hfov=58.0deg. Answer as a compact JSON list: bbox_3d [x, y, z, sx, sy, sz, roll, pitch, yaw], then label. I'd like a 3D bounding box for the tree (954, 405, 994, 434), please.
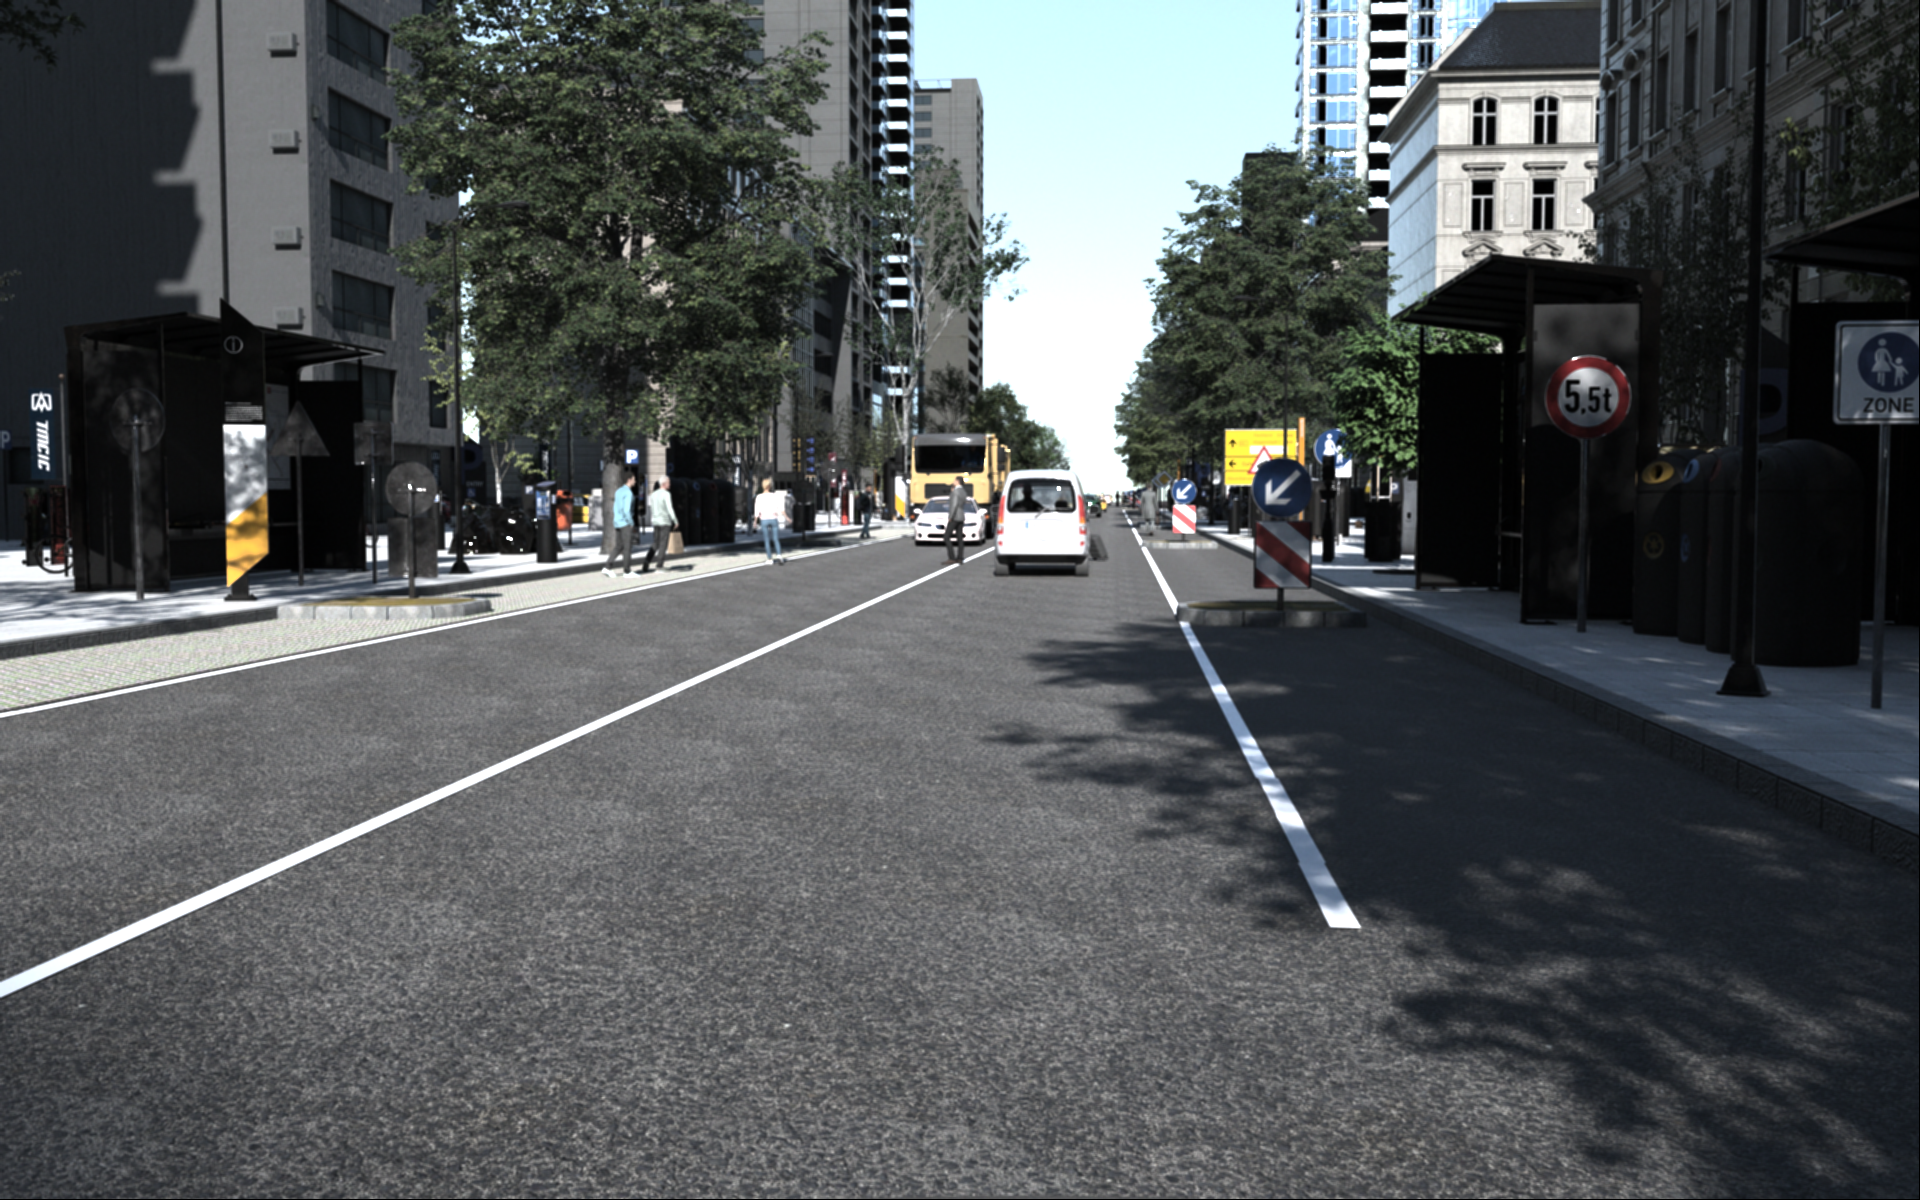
[{"bbox_3d":[0.994,-11.449,137.548,4.737,8.622,4.395,0,3,0],"label":"tree"}]

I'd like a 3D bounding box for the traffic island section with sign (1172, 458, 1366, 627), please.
[{"bbox_3d":[3.477,-0.676,19.679,1.989,1.847,2.006,0,4,5],"label":"traffic island section with sign"}]

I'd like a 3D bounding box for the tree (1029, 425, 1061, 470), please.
[{"bbox_3d":[10.908,-19.932,251.636,9.928,11.665,9.643,0,3,0],"label":"tree"}]

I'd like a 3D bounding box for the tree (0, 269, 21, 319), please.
[{"bbox_3d":[-22.098,-5.221,35.729,4.360,8.622,3.978,0,3,0],"label":"tree"}]

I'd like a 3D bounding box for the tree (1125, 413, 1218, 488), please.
[{"bbox_3d":[19.791,-14.060,164.288,8.767,10.594,7.601,3,5,39],"label":"tree"}]

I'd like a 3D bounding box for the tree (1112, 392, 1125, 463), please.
[{"bbox_3d":[21.022,-17.088,186.043,9.857,13.997,8.962,0,3,0],"label":"tree"}]

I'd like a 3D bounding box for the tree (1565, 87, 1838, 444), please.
[{"bbox_3d":[13.410,-4.942,31.162,4.360,8.622,3.978,0,3,0],"label":"tree"}]

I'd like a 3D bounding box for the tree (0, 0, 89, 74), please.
[{"bbox_3d":[-10.400,-4.756,12.181,8.767,10.594,7.601,1,4,8],"label":"tree"}]

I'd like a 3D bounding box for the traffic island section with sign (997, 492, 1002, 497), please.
[{"bbox_3d":[3.048,-7.393,129.495,1.989,1.847,2.006,0,4,5],"label":"traffic island section with sign"}]

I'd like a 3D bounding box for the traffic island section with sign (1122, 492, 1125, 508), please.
[{"bbox_3d":[13.157,-7.289,127.797,1.989,1.847,2.006,0,4,5],"label":"traffic island section with sign"}]

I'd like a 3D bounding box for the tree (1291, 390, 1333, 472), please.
[{"bbox_3d":[22.739,-9.989,113.679,4.360,8.622,3.978,0,3,0],"label":"tree"}]

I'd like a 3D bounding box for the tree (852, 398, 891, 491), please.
[{"bbox_3d":[-7.558,-10.700,125.303,4.360,8.622,3.978,0,3,0],"label":"tree"}]

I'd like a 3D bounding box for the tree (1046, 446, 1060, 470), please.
[{"bbox_3d":[5.807,-15.785,192.495,7.601,10.594,8.767,-1,4,-16],"label":"tree"}]

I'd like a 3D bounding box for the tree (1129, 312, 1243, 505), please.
[{"bbox_3d":[14.233,-11.538,106.769,7.486,12.596,7.792,0,3,0],"label":"tree"}]

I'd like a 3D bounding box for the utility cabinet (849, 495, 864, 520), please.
[{"bbox_3d":[-4.976,-4.541,85.402,1.020,1.237,0.306,0,4,5],"label":"utility cabinet"}]

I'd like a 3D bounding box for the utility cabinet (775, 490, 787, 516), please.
[{"bbox_3d":[-10.291,-5.703,101.921,1.173,1.500,0.318,0,4,-7],"label":"utility cabinet"}]

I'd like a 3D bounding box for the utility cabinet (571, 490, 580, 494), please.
[{"bbox_3d":[-19.405,-4.794,87.058,0.318,1.500,1.173,-2,4,-30],"label":"utility cabinet"}]

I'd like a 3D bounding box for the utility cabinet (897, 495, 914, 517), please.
[{"bbox_3d":[-3.009,-5.230,96.677,1.020,1.237,0.306,-1,4,-10],"label":"utility cabinet"}]

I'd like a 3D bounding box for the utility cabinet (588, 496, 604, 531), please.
[{"bbox_3d":[-12.486,-3.007,60.332,0.306,1.237,1.020,2,4,35],"label":"utility cabinet"}]

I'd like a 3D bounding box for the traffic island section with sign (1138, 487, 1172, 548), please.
[{"bbox_3d":[5.878,-2.318,46.527,1.989,1.847,2.006,0,4,5],"label":"traffic island section with sign"}]

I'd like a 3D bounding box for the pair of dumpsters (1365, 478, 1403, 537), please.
[{"bbox_3d":[10.402,-2.282,39.811,1.574,2.255,4.437,0,4,5],"label":"pair of dumpsters"}]

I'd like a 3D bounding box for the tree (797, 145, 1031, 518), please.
[{"bbox_3d":[-1.651,-14.454,92.216,12.611,20.169,13.585,0,3,0],"label":"tree"}]

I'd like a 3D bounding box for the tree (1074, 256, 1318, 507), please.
[{"bbox_3d":[13.136,-10.710,85.472,12.009,13.543,11.850,0,3,0],"label":"tree"}]

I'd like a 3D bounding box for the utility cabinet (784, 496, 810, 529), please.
[{"bbox_3d":[-6.003,-3.234,64.041,1.020,1.237,0.306,2,4,33],"label":"utility cabinet"}]

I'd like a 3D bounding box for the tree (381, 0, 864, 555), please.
[{"bbox_3d":[-7.208,-7.936,36.416,9.857,13.997,8.962,0,3,0],"label":"tree"}]

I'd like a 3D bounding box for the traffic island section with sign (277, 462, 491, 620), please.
[{"bbox_3d":[-6.707,-0.729,20.554,1.989,1.847,2.006,0,4,5],"label":"traffic island section with sign"}]

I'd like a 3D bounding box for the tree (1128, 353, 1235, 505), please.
[{"bbox_3d":[14.933,-11.592,115.287,9.928,11.665,9.643,0,3,0],"label":"tree"}]

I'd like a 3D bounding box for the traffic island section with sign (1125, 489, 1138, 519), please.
[{"bbox_3d":[10.747,-5.645,100.926,1.989,1.847,2.006,0,4,5],"label":"traffic island section with sign"}]

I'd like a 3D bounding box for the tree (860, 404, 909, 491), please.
[{"bbox_3d":[-6.274,-11.688,141.469,4.737,8.622,4.395,0,3,0],"label":"tree"}]

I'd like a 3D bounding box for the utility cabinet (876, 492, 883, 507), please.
[{"bbox_3d":[-7.008,-8.798,152.530,0.318,1.500,1.173,2,4,28],"label":"utility cabinet"}]

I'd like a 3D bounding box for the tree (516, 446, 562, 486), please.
[{"bbox_3d":[-17.183,-4.615,70.057,1.663,3.219,1.824,0,3,0],"label":"tree"}]

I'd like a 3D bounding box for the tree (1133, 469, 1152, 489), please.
[{"bbox_3d":[27.841,-18.700,256.101,4.737,8.622,4.395,0,3,0],"label":"tree"}]

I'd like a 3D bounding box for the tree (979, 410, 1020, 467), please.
[{"bbox_3d":[2.841,-12.025,146.976,4.360,8.622,3.978,0,3,0],"label":"tree"}]

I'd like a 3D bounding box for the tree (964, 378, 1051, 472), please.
[{"bbox_3d":[3.892,-15.561,171.434,9.611,12.733,9.660,0,3,0],"label":"tree"}]

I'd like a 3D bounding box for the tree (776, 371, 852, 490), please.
[{"bbox_3d":[-8.896,-9.418,104.340,4.360,8.622,3.978,0,3,0],"label":"tree"}]

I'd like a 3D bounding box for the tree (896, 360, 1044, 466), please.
[{"bbox_3d":[0.012,-11.376,120.412,8.767,10.594,7.601,-3,5,-40],"label":"tree"}]

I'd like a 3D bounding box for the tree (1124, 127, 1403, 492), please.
[{"bbox_3d":[10.836,-9.495,61.902,9.857,13.997,8.962,0,3,0],"label":"tree"}]

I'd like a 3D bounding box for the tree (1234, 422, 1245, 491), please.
[{"bbox_3d":[23.776,-12.112,148.392,4.737,8.622,4.395,0,3,0],"label":"tree"}]

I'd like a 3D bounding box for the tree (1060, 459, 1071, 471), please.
[{"bbox_3d":[16.323,-23.071,311.628,8.767,10.594,7.601,1,4,22],"label":"tree"}]

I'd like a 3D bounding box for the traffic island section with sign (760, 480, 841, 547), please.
[{"bbox_3d":[-4.305,-2.372,47.403,1.989,1.847,2.006,0,4,5],"label":"traffic island section with sign"}]

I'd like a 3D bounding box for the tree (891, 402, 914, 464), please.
[{"bbox_3d":[-5.223,-11.065,131.280,4.360,8.622,3.978,0,3,0],"label":"tree"}]

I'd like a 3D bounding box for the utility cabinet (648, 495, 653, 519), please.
[{"bbox_3d":[-16.284,-4.874,90.850,1.020,1.237,0.306,3,5,39],"label":"utility cabinet"}]

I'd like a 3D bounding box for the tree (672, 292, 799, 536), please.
[{"bbox_3d":[-6.557,-6.259,52.699,4.737,8.622,4.395,0,3,0],"label":"tree"}]

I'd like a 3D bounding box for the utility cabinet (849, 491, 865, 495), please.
[{"bbox_3d":[-6.350,-6.066,107.861,1.173,1.500,0.318,-1,4,-11],"label":"utility cabinet"}]

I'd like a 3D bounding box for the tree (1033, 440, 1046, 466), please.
[{"bbox_3d":[7.718,-15.922,210.681,4.360,8.622,3.978,0,3,0],"label":"tree"}]

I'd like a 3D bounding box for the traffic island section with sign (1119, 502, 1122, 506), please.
[{"bbox_3d":[17.710,-10.405,178.747,1.989,1.847,2.006,0,4,5],"label":"traffic island section with sign"}]

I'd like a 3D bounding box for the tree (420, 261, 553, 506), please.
[{"bbox_3d":[-13.919,-6.209,51.873,4.737,8.622,4.395,0,3,0],"label":"tree"}]

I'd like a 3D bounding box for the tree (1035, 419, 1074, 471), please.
[{"bbox_3d":[13.730,-22.745,282.249,12.009,13.543,11.850,0,3,0],"label":"tree"}]

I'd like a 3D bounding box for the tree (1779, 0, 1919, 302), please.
[{"bbox_3d":[12.497,-4.402,22.334,4.737,8.622,4.395,0,3,0],"label":"tree"}]

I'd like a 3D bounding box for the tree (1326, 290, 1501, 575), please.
[{"bbox_3d":[7.401,-2.705,27.942,4.285,4.588,4.351,0,3,0],"label":"tree"}]
